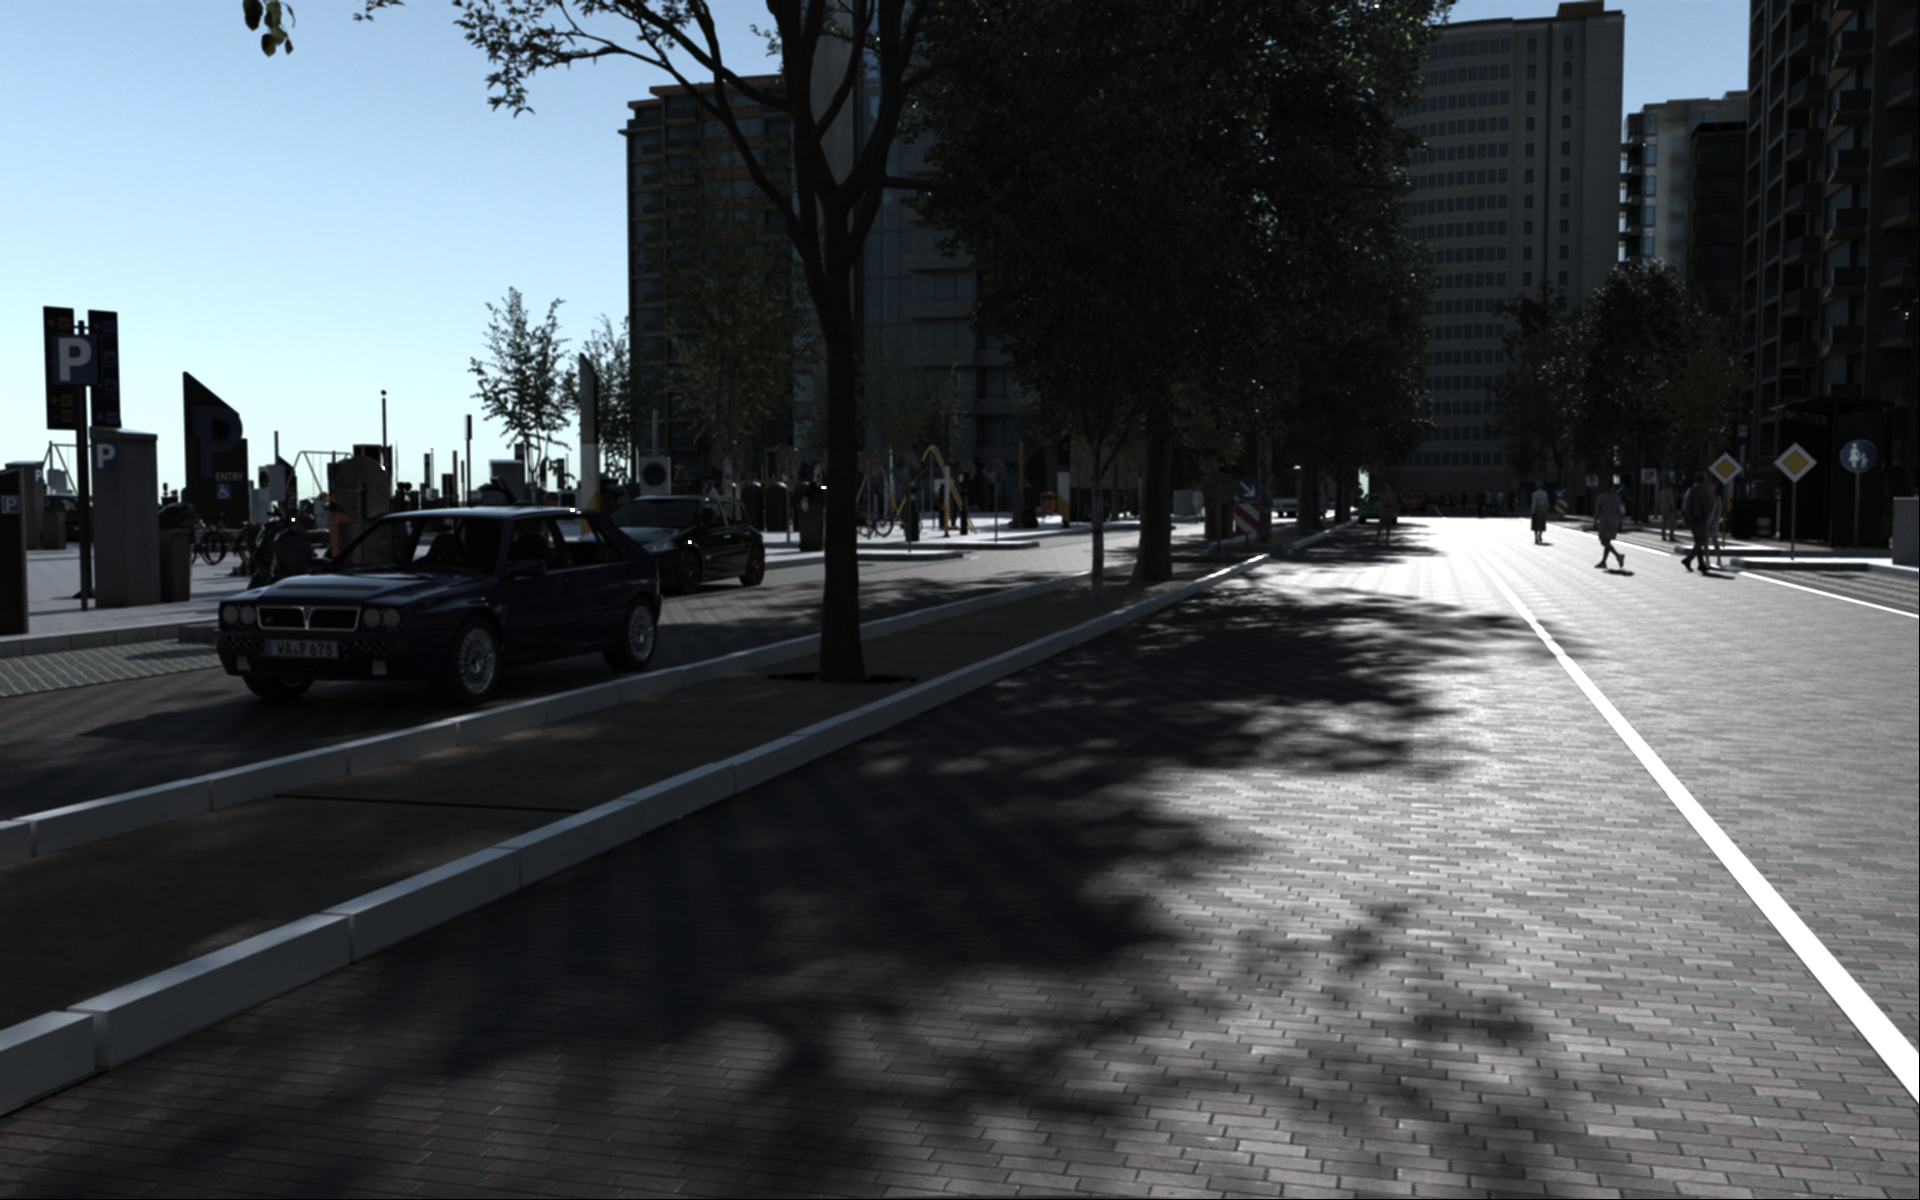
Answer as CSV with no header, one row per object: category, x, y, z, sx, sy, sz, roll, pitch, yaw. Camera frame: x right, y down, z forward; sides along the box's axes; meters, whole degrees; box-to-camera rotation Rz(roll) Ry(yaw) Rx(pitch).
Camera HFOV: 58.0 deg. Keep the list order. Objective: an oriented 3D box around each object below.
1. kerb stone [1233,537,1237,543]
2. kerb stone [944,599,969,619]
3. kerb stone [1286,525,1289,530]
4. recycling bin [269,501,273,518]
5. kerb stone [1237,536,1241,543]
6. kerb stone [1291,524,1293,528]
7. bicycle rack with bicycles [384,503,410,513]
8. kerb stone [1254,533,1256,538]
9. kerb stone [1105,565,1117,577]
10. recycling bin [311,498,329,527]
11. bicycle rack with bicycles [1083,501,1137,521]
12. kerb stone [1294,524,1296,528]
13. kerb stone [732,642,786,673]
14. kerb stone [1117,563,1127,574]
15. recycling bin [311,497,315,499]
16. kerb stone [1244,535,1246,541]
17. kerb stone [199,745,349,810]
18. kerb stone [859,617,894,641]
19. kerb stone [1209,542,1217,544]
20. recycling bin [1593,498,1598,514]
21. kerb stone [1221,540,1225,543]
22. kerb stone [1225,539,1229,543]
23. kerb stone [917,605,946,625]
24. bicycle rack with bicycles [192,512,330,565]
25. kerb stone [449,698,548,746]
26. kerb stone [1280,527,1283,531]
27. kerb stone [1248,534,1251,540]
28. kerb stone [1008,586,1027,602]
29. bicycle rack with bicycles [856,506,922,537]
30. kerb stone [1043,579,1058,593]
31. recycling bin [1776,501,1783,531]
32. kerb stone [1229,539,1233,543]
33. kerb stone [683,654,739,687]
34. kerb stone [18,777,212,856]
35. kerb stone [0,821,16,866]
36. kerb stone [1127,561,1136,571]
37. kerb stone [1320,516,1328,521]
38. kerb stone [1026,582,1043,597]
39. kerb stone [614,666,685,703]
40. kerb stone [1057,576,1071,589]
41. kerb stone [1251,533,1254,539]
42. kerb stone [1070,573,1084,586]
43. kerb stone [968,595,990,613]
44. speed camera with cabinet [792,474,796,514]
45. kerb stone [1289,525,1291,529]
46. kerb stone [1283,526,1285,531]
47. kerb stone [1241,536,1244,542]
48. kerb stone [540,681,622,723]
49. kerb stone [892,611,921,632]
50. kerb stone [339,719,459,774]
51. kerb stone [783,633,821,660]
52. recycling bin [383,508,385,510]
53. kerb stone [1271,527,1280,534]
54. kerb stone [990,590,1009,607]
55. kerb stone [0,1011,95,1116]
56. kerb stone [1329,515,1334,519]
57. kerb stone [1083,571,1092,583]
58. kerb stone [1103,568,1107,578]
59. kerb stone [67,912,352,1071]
kerb stone,7.714,-1.665,49.425,0.120,0.150,1.000,1,4,15
kerb stone,-0.104,0.124,20.174,0.120,0.150,1.000,1,4,15
kerb stone,12.762,-2.816,68.229,0.120,0.150,1.000,1,4,15
recycling bin,-36.635,-4.797,90.992,0.722,1.027,0.722,1,4,13
kerb stone,7.982,-1.726,50.412,0.120,0.150,1.000,1,4,15
kerb stone,13.283,-2.933,70.220,0.120,0.150,1.000,1,4,15
bicycle rack with bicycles,-30.821,-4.841,92.530,2.925,0.926,2.852,-1,4,-21
kerb stone,9.304,-2.026,55.357,0.120,0.150,1.000,1,4,15
kerb stone,2.541,-0.482,30.078,0.120,0.150,1.000,1,4,15
recycling bin,-24.572,-3.347,67.273,0.722,1.027,0.722,2,4,34
bicycle rack with bicycles,6.636,-4.255,82.950,2.925,0.926,2.852,3,5,44
kerb stone,13.815,-3.049,72.203,0.120,0.150,1.000,1,4,15
kerb stone,-1.691,0.486,14.242,0.120,0.150,1.000,1,4,15
kerb stone,2.812,-0.543,31.080,0.120,0.150,1.000,1,4,15
recycling bin,-48.422,-7.204,130.346,0.722,1.027,0.722,-1,4,-9
kerb stone,8.514,-1.847,52.393,0.120,0.150,1.000,1,4,15
kerb stone,-3.290,0.853,8.294,0.120,0.150,1.000,1,4,15
kerb stone,-0.890,0.305,17.205,0.120,0.150,1.000,1,4,15
kerb stone,6.659,-1.423,45.459,0.120,0.150,1.000,1,4,15
recycling bin,40.997,-6.051,111.495,0.722,1.027,0.722,1,4,9
kerb stone,6.927,-1.479,46.448,0.120,0.150,1.000,1,4,15
kerb stone,7.193,-1.540,47.445,0.120,0.150,1.000,1,4,15
kerb stone,-0.378,0.184,19.190,0.120,0.150,1.000,1,4,15
bicycle rack with bicycles,-12.999,-1.110,31.536,2.852,0.926,2.925,2,4,24
kerb stone,-2.756,0.729,10.275,0.120,0.150,1.000,1,4,15
kerb stone,11.958,-2.634,65.266,0.120,0.150,1.000,1,4,15
kerb stone,8.779,-1.907,53.381,0.120,0.150,1.000,1,4,15
kerb stone,0.687,-0.058,23.143,0.120,0.150,1.000,1,4,15
bicycle rack with bicycles,-2.958,-2.413,52.832,2.925,0.926,2.852,2,4,28
kerb stone,1.217,-0.179,25.126,0.120,0.150,1.000,1,4,15
recycling bin,28.556,-2.890,59.806,0.722,1.027,0.722,-1,4,-19
kerb stone,7.459,-1.603,48.435,0.120,0.150,1.000,1,4,15
kerb stone,-1.957,0.554,13.248,0.120,0.150,1.000,1,4,15
kerb stone,-3.555,0.911,7.302,0.120,0.150,1.000,1,4,15
kerb stone,-3.821,0.972,6.307,0.120,0.150,1.000,1,4,15
kerb stone,3.074,-0.603,32.069,0.120,0.150,1.000,1,4,15
kerb stone,20.171,-4.511,95.951,0.120,0.150,1.000,1,4,15
kerb stone,0.951,-0.119,24.136,0.120,0.150,1.000,1,4,15
kerb stone,-2.229,0.608,12.258,0.120,0.150,1.000,1,4,15
kerb stone,1.482,-0.239,26.120,0.120,0.150,1.000,1,4,15
kerb stone,9.037,-1.966,54.371,0.120,0.150,1.000,1,4,15
kerb stone,1.746,-0.301,27.117,0.120,0.150,1.000,1,4,15
kerb stone,0.160,0.063,21.162,0.120,0.150,1.000,1,4,15
speed camera with cabinet,-10.765,-7.200,112.058,0.660,3.252,2.038,0,4,7
kerb stone,13.023,-2.872,69.226,0.120,0.150,1.000,1,4,15
kerb stone,12.219,-2.693,66.257,0.120,0.150,1.000,1,4,15
kerb stone,8.249,-1.787,51.406,0.120,0.150,1.000,1,4,15
kerb stone,-2.491,0.669,11.262,0.120,0.150,1.000,1,4,15
kerb stone,-0.636,0.250,18.201,0.120,0.150,1.000,1,4,15
kerb stone,-3.020,0.792,9.280,0.120,0.150,1.000,1,4,15
kerb stone,-1.436,0.426,15.231,0.120,0.150,1.000,1,4,15
recycling bin,-41.649,-6.810,123.895,0.722,1.027,0.722,3,5,41
kerb stone,11.695,-2.574,64.278,0.120,0.150,1.000,1,4,15
kerb stone,0.422,0.009,22.151,0.120,0.150,1.000,1,4,15
kerb stone,-2.322,1.125,3.803,0.120,0.150,1.000,1,4,15
kerb stone,21.756,-4.872,101.892,0.120,0.150,1.000,1,4,15
kerb stone,2.007,-0.361,28.105,0.120,0.150,1.000,1,4,15
kerb stone,2.275,-0.417,29.092,0.120,0.150,1.000,1,4,15
kerb stone,-2.044,1.064,4.796,0.120,0.150,1.000,1,4,15
